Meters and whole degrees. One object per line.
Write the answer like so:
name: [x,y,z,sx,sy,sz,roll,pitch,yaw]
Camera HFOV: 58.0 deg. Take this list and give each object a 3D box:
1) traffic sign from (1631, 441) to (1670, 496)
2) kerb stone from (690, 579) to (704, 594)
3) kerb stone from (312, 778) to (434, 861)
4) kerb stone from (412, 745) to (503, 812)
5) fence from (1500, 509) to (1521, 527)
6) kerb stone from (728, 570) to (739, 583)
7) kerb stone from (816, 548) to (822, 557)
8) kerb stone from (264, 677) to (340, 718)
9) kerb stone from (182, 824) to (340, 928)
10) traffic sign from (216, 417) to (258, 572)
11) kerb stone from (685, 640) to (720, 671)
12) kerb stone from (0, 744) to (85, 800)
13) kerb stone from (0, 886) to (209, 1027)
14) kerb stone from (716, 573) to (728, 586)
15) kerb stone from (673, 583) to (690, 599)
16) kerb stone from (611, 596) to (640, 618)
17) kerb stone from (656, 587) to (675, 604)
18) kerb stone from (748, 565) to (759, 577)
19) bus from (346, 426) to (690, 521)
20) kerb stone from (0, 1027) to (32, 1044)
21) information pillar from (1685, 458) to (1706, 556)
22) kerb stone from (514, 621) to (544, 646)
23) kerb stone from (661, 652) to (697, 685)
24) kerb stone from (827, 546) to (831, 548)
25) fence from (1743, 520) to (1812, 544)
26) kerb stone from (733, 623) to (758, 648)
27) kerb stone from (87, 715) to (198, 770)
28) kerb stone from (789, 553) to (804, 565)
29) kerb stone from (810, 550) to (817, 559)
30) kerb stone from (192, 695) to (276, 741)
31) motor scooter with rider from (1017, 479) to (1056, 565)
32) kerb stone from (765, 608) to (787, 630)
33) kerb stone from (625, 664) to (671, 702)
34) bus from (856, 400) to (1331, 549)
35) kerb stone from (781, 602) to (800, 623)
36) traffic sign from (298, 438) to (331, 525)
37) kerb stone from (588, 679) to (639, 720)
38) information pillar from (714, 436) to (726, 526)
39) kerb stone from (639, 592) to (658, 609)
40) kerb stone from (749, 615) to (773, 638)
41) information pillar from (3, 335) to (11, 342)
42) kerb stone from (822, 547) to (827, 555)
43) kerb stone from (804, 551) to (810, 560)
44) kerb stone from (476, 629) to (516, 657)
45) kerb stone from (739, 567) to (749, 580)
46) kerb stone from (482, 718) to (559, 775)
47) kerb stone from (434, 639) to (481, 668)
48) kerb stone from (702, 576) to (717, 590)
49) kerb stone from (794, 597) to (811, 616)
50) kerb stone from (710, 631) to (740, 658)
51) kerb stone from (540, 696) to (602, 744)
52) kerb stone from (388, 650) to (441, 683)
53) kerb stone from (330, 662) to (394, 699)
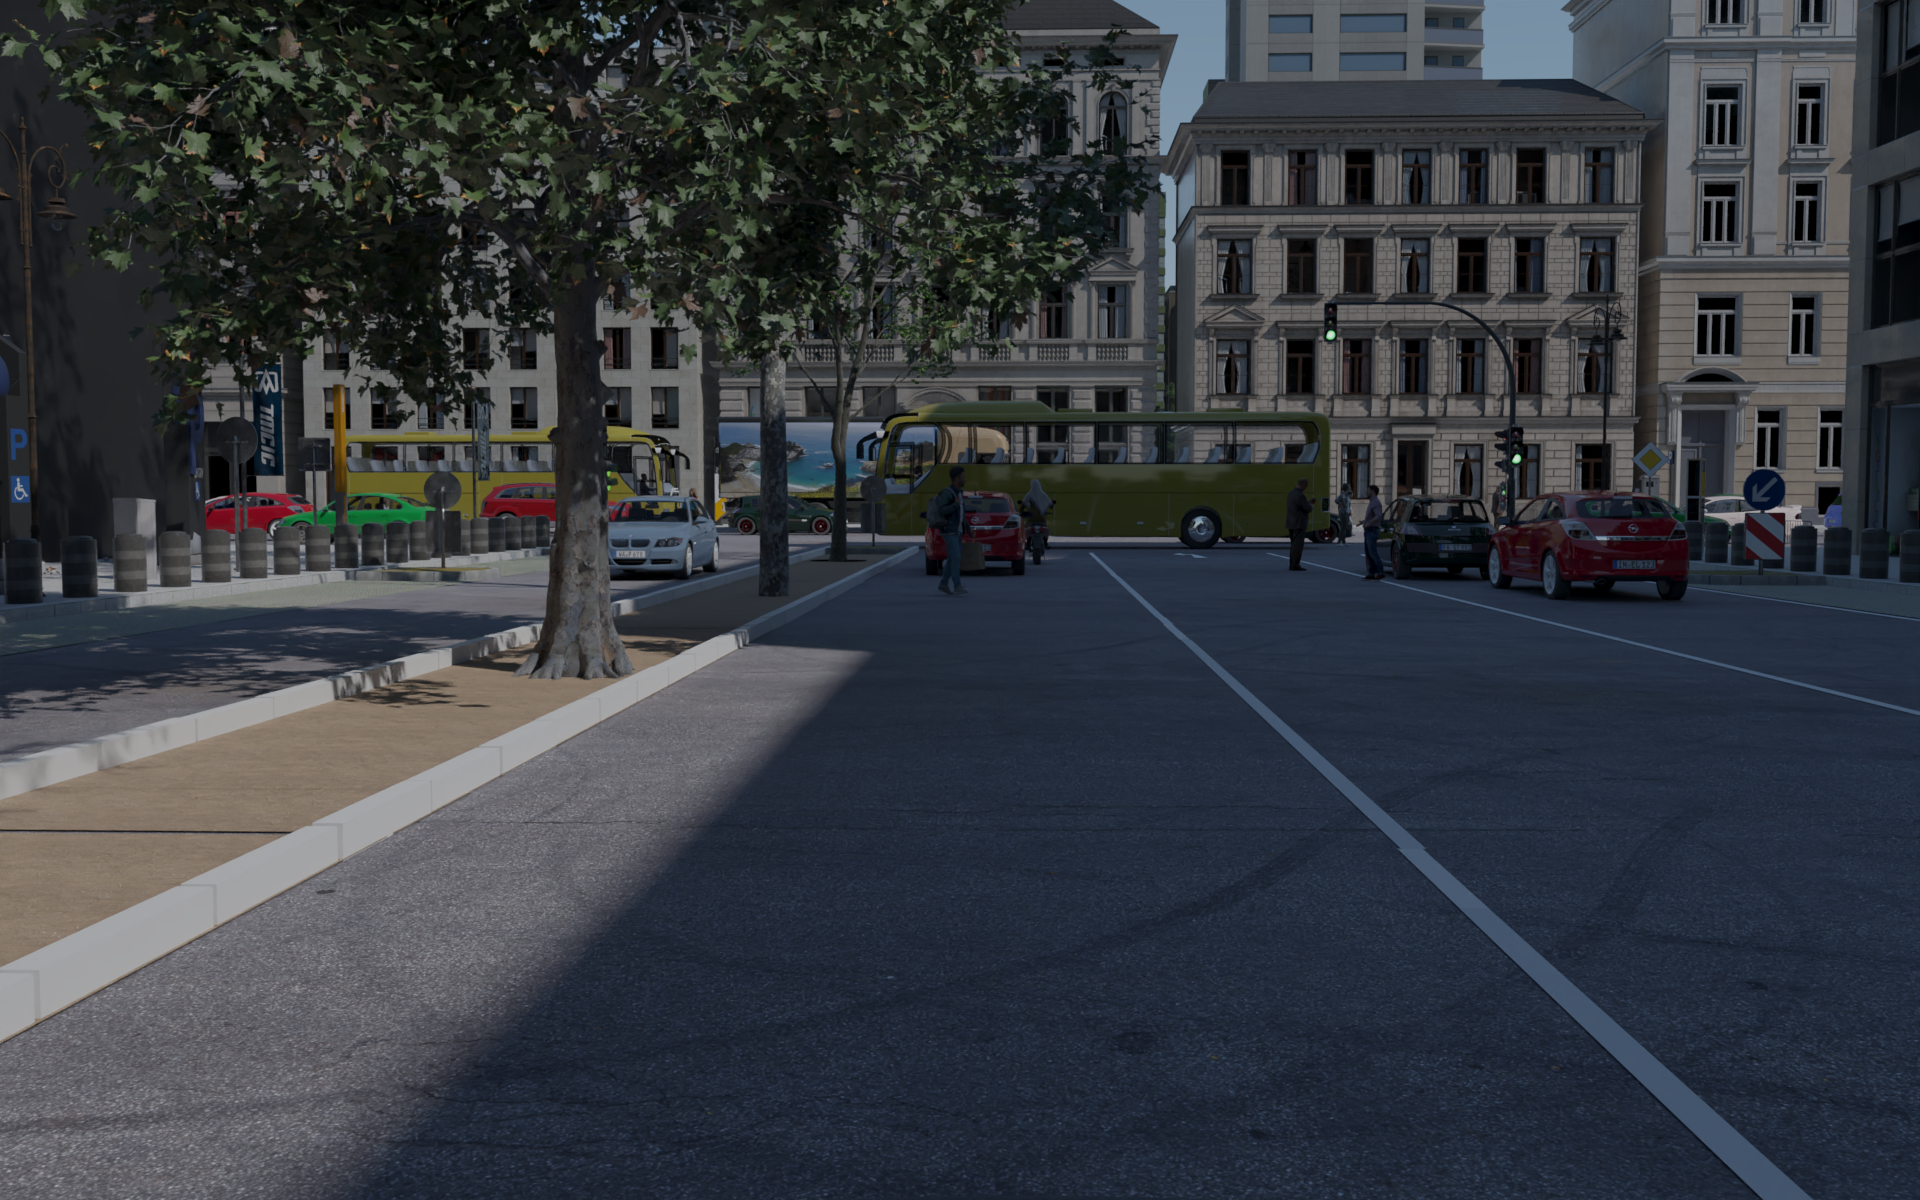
traffic sign: [15.146,-2.255,38.059,0.795,2.450,0.064,1,4,9]
kerb stone: [-3.871,-0.163,24.867,0.120,0.150,1.000,0,4,2]
kerb stone: [-2.447,0.914,7.254,0.120,0.150,1.000,0,4,2]
kerb stone: [-2.411,0.854,8.279,0.120,0.150,1.000,0,4,2]
fence: [21.876,-3.198,67.664,0.278,0.683,2.069,-2,4,-30]
kerb stone: [-3.746,-0.351,27.940,0.120,0.150,1.000,0,4,2]
kerb stone: [-3.307,-1.043,39.248,0.120,0.150,1.000,0,4,2]
kerb stone: [-4.392,0.658,11.491,0.120,0.150,1.000,0,4,2]
kerb stone: [-2.493,0.982,6.219,0.120,0.150,1.000,0,4,2]
traffic sign: [-11.901,-1.736,28.490,0.768,2.556,0.104,1,4,11]
kerb stone: [-2.171,0.474,14.450,0.120,0.150,1.000,0,4,2]
kerb stone: [-4.514,0.843,8.408,0.120,0.150,1.000,0,4,2]
kerb stone: [-2.533,1.046,5.195,0.120,0.150,1.000,0,4,2]
kerb stone: [-3.791,-0.289,26.916,0.120,0.150,1.000,0,4,2]
kerb stone: [-3.907,-0.099,23.842,0.120,0.150,1.000,0,4,2]
kerb stone: [-4.033,0.088,20.749,0.120,0.150,1.000,0,4,2]
kerb stone: [-3.949,-0.036,22.815,0.120,0.150,1.000,0,4,2]
kerb stone: [-3.671,-0.477,29.994,0.120,0.150,1.000,0,4,2]
bus: [-16.193,-4.380,63.157,12.252,3.916,2.896,0,4,2]
kerb stone: [-2.572,1.109,4.166,0.120,0.150,1.000,0,4,2]
information pillar: [15.226,-1.919,35.861,0.304,2.012,0.304,3,4,39]
kerb stone: [-4.183,0.340,16.637,0.120,0.150,1.000,0,4,2]
kerb stone: [-2.212,0.544,13.426,0.120,0.150,1.000,0,4,2]
kerb stone: [-3.230,-1.166,41.312,0.120,0.150,1.000,0,4,2]
fence: [18.663,-1.480,39.580,0.278,0.683,2.069,-1,4,-20]
kerb stone: [-2.089,0.357,16.505,0.120,0.150,1.000,0,4,2]
kerb stone: [-4.466,0.780,9.438,0.120,0.150,1.000,0,4,2]
kerb stone: [-3.435,-0.850,36.174,0.120,0.150,1.000,0,4,2]
kerb stone: [-3.343,-0.978,38.222,0.120,0.150,1.000,0,4,2]
kerb stone: [-4.427,0.726,10.466,0.120,0.150,1.000,0,4,2]
motor scooter with rider: [1.614,-1.635,35.705,0.876,1.779,1.986,0,4,2]
kerb stone: [-2.011,0.222,18.570,0.120,0.150,1.000,0,4,2]
kerb stone: [-2.253,0.600,12.392,0.120,0.150,1.000,0,4,2]
bus: [3.501,-3.335,46.077,12.252,3.916,2.896,0,4,4]
kerb stone: [-1.965,0.159,19.598,0.120,0.150,1.000,0,4,2]
traffic sign: [-11.687,-1.789,31.380,0.606,2.300,0.079,0,4,4]
kerb stone: [-2.295,0.662,11.368,0.120,0.150,1.000,0,4,2]
information pillar: [-9.774,-4.844,70.549,0.504,3.616,0.183,-2,4,-26]
kerb stone: [-3.991,0.033,21.783,0.120,0.150,1.000,0,4,2]
kerb stone: [-2.053,0.290,17.545,0.120,0.150,1.000,0,4,2]
information pillar: [-13.923,-2.086,25.464,0.183,3.616,0.504,-3,4,-38]
kerb stone: [-3.273,-1.106,40.273,0.120,0.150,1.000,0,4,2]
kerb stone: [-3.390,-0.913,37.198,0.120,0.150,1.000,0,4,2]
kerb stone: [-4.231,0.403,15.608,0.120,0.150,1.000,0,4,2]
kerb stone: [-3.710,-0.413,28.965,0.120,0.150,1.000,0,4,2]
kerb stone: [-2.369,0.788,9.316,0.120,0.150,1.000,0,4,2]
kerb stone: [-4.272,0.466,14.575,0.120,0.150,1.000,0,4,2]
kerb stone: [-3.827,-0.226,25.891,0.120,0.150,1.000,0,4,2]
kerb stone: [-1.926,0.096,20.624,0.120,0.150,1.000,0,4,2]
kerb stone: [-2.133,0.411,15.480,0.120,0.150,1.000,0,4,2]
kerb stone: [-2.336,0.725,10.343,0.120,0.150,1.000,0,4,2]
kerb stone: [-4.309,0.529,13.540,0.120,0.150,1.000,0,4,2]
kerb stone: [-4.352,0.592,12.515,0.120,0.150,1.000,0,4,2]
